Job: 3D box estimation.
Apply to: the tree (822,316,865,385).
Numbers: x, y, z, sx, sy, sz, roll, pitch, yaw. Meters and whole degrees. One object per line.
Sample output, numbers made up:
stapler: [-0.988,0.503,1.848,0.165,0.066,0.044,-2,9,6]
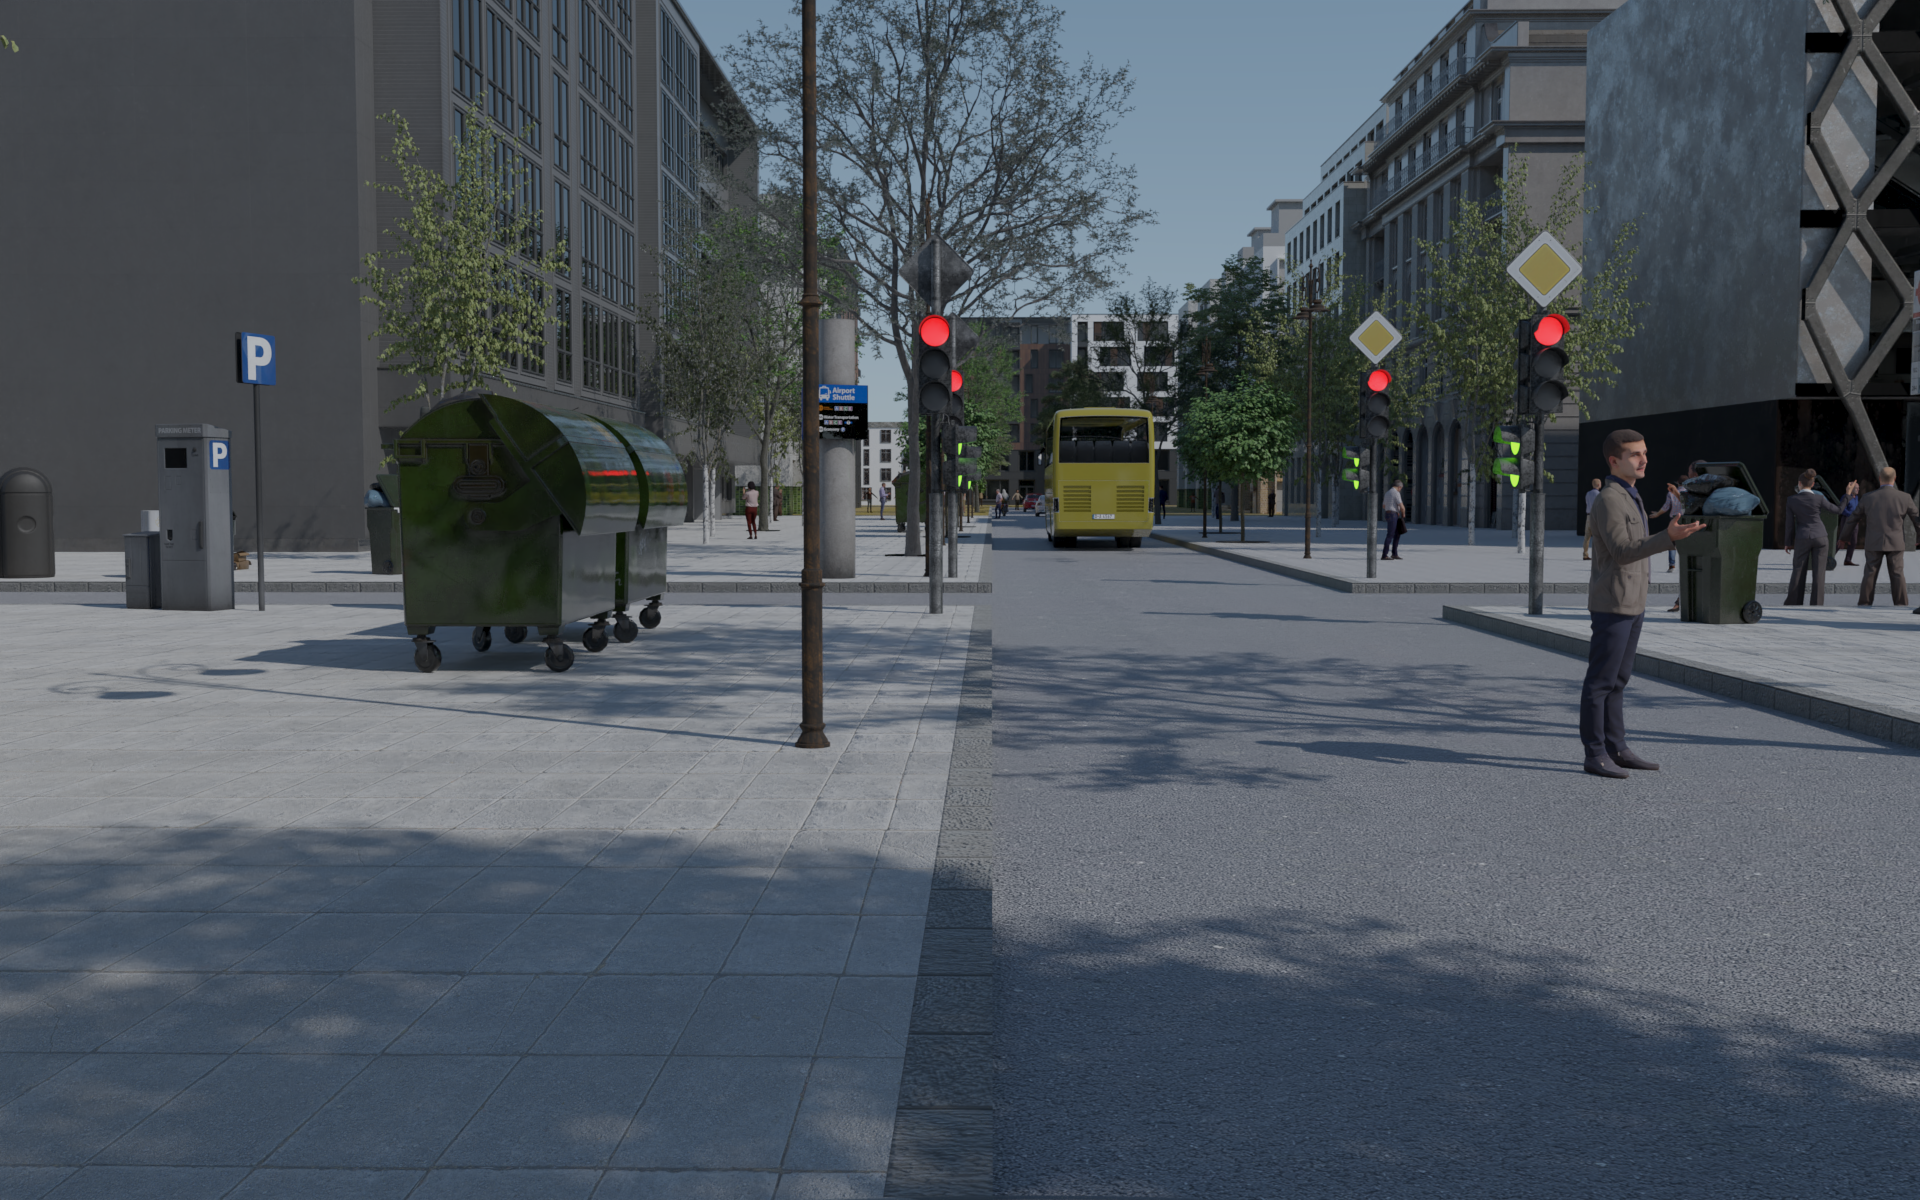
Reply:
tree: [-5.965,-7.228,68.543,4.360,8.622,3.978,0,3,0]

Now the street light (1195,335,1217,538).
street light: [7.179,-4.761,50.629,0.468,5.910,1.993,0,4,1]

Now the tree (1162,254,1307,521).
tree: [13.363,-10.024,82.019,7.486,12.596,7.792,0,3,0]

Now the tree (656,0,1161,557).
tree: [-0.899,-7.629,35.097,12.009,13.543,11.850,0,3,0]

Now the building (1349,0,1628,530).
building: [25.266,-14.089,72.148,13.314,21.916,24.055,0,4,1]

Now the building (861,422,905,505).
building: [-19.810,-15.896,202.044,28.070,9.664,9.099,0,4,1]

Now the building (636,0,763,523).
building: [-17.737,-15.771,76.918,14.314,24.678,30.058,0,4,1]

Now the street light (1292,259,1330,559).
street light: [6.906,-3.759,34.250,0.468,5.910,1.993,0,4,1]

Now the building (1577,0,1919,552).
building: [27.215,-10.820,44.358,16.811,18.784,16.820,0,4,1]

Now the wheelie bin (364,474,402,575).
wheelie bin: [-9.101,-1.212,27.723,0.693,1.594,0.980,2,4,28]

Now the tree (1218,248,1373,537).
tree: [10.429,-6.174,51.314,4.737,8.622,4.395,0,3,0]

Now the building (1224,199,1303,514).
building: [26.857,-15.926,116.808,16.016,20.091,11.380,0,4,1]

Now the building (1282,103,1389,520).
building: [23.993,-14.563,92.854,10.420,20.320,16.860,0,4,1]

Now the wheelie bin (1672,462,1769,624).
wheelie bin: [7.560,-0.571,17.243,0.693,1.594,0.980,-1,4,-19]

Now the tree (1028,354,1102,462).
tree: [10.116,-15.306,157.678,7.806,13.903,7.818,0,3,0]

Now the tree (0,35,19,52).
tree: [-8.665,-3.773,12.058,4.737,8.622,4.395,0,3,0]

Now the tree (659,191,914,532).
tree: [-6.635,-8.164,59.233,9.928,11.665,9.643,0,3,0]

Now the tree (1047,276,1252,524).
tree: [8.450,-8.495,73.311,8.767,10.594,7.601,0,4,7]

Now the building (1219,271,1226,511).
building: [27.499,-16.637,128.440,16.016,20.091,11.380,0,4,1]

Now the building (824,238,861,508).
building: [-25.765,-18.884,152.726,32.646,21.610,27.936,0,4,1]

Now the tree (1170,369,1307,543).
tree: [7.558,-3.794,45.746,4.285,4.588,4.351,0,3,0]

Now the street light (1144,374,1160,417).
street light: [7.403,-5.755,66.878,0.468,5.910,1.993,0,4,1]

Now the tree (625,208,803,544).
tree: [-6.261,-5.733,44.103,4.360,8.622,3.978,0,3,0]

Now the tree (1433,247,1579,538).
tree: [16.077,-6.111,50.277,4.360,8.622,3.978,0,3,0]

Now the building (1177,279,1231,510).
building: [29.021,-17.392,150.817,16.747,18.905,31.486,0,4,1]

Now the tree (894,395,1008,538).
tree: [-0.305,-4.131,51.251,4.285,4.588,4.351,0,3,0]

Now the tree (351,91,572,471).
tree: [-9.437,-5.020,32.434,4.737,8.622,4.395,0,3,0]

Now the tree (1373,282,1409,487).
tree: [12.965,-5.654,42.800,4.737,8.622,4.395,0,3,0]

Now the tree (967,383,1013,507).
tree: [1.418,-15.428,170.372,7.486,12.596,7.792,0,3,0]

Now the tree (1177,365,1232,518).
tree: [13.692,-8.748,93.390,4.360,8.622,3.978,0,3,0]

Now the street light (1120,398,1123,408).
street light: [7.755,-6.752,83.183,0.468,5.910,1.993,0,4,1]

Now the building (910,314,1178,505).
building: [10.711,-22.403,210.264,32.646,21.610,27.936,0,4,1]

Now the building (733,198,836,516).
building: [-18.204,-15.398,118.218,16.747,18.905,31.486,0,4,1]

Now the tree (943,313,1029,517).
tree: [0.061,-10.564,98.473,9.928,11.665,9.643,0,3,0]

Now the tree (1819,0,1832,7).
tree: [6.787,-5.035,8.071,9.928,11.665,9.643,0,3,0]

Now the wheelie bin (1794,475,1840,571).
wheelie bin: [14.426,-1.302,29.196,0.693,1.594,0.980,1,4,18]

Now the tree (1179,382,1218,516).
tree: [14.400,-9.109,99.289,4.737,8.622,4.395,0,3,0]

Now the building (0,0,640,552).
building: [-18.355,-15.642,49.250,14.314,27.812,24.014,0,4,1]

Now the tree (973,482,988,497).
tree: [1.740,-9.906,156.564,1.663,3.219,1.824,0,3,0]

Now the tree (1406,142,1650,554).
tree: [12.369,-5.307,37.138,4.737,8.622,4.395,0,3,0]

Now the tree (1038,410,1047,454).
tree: [9.323,-12.045,131.341,7.601,10.594,8.767,0,4,6]

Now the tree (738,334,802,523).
tree: [-8.016,-7.655,75.516,4.737,8.622,4.395,0,3,0]

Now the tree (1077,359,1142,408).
tree: [8.215,-8.859,95.212,4.360,8.622,3.978,0,3,0]
